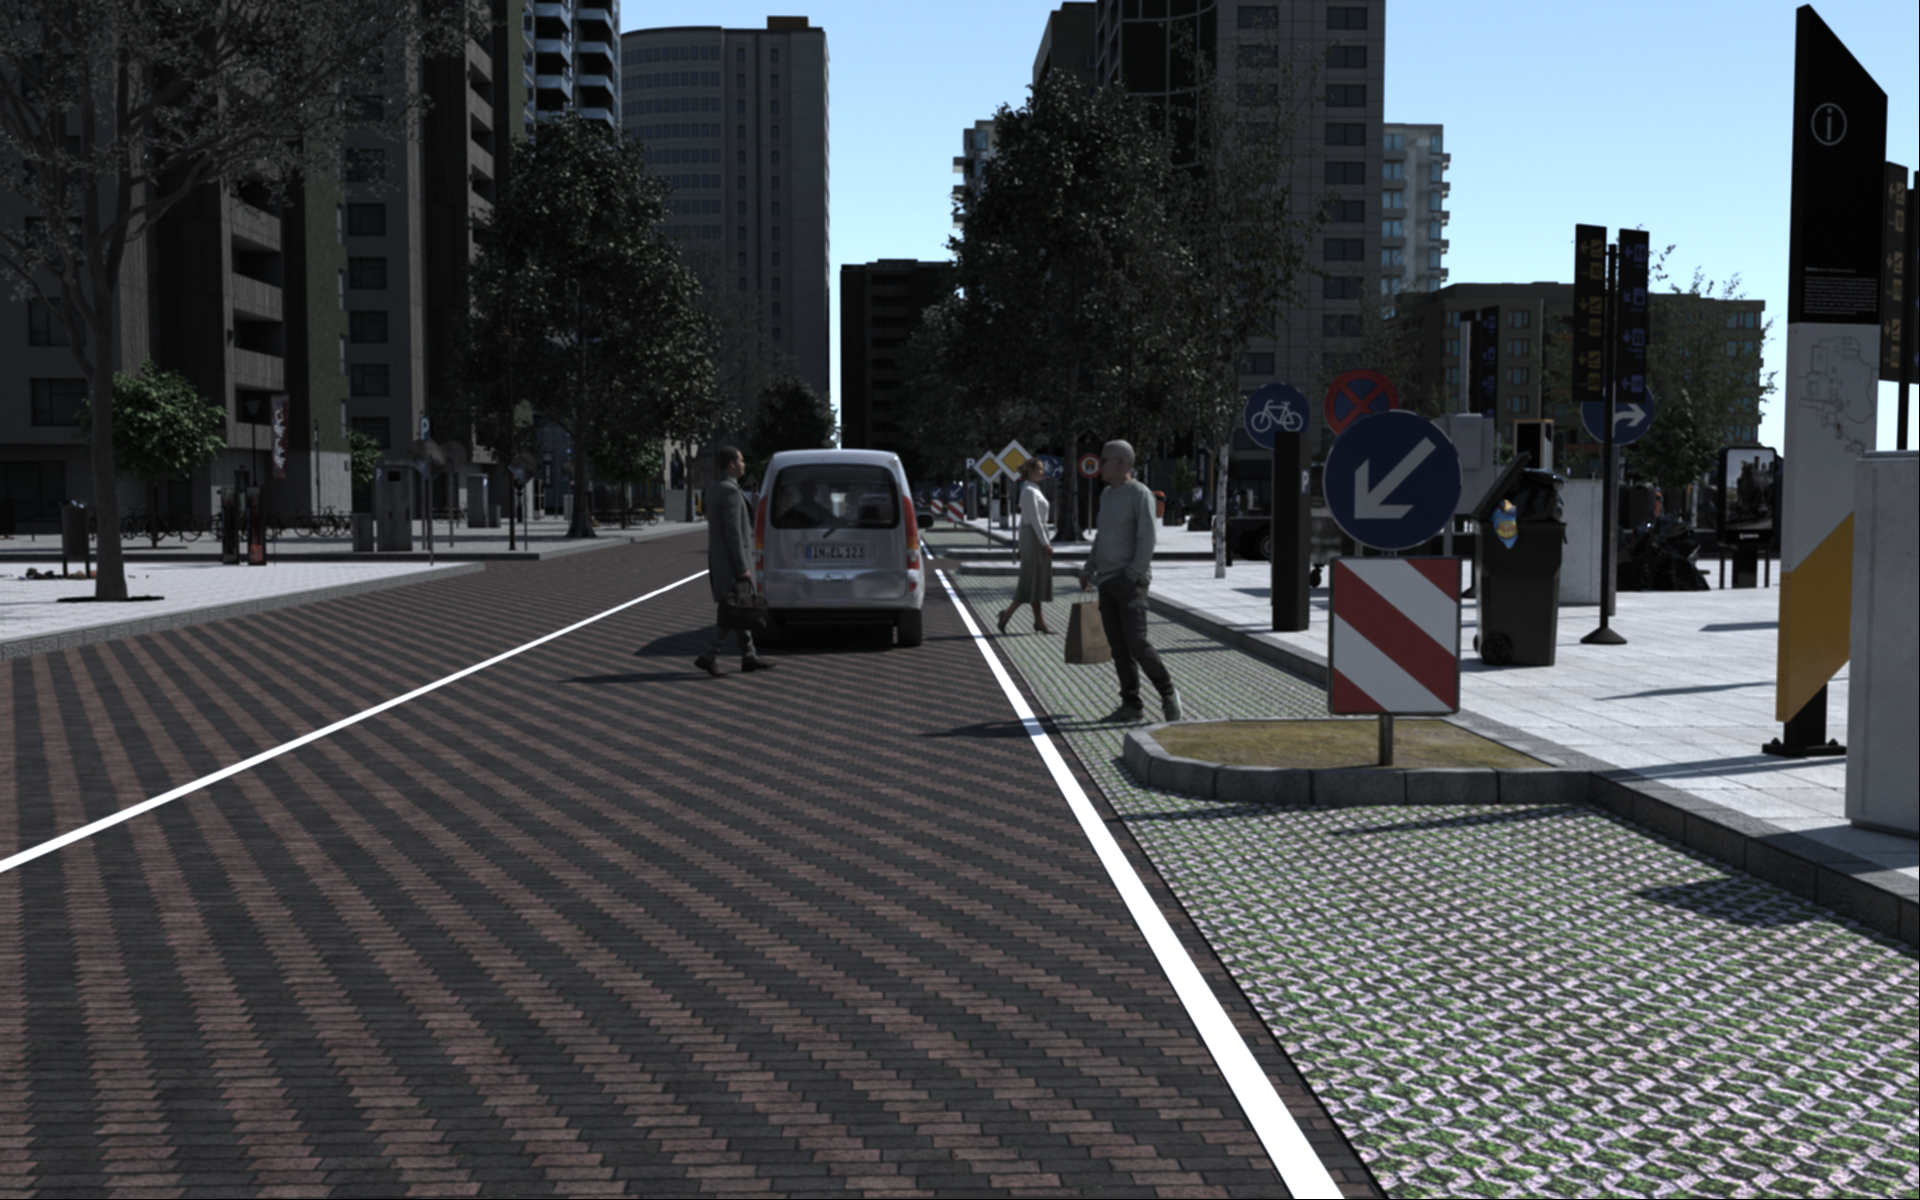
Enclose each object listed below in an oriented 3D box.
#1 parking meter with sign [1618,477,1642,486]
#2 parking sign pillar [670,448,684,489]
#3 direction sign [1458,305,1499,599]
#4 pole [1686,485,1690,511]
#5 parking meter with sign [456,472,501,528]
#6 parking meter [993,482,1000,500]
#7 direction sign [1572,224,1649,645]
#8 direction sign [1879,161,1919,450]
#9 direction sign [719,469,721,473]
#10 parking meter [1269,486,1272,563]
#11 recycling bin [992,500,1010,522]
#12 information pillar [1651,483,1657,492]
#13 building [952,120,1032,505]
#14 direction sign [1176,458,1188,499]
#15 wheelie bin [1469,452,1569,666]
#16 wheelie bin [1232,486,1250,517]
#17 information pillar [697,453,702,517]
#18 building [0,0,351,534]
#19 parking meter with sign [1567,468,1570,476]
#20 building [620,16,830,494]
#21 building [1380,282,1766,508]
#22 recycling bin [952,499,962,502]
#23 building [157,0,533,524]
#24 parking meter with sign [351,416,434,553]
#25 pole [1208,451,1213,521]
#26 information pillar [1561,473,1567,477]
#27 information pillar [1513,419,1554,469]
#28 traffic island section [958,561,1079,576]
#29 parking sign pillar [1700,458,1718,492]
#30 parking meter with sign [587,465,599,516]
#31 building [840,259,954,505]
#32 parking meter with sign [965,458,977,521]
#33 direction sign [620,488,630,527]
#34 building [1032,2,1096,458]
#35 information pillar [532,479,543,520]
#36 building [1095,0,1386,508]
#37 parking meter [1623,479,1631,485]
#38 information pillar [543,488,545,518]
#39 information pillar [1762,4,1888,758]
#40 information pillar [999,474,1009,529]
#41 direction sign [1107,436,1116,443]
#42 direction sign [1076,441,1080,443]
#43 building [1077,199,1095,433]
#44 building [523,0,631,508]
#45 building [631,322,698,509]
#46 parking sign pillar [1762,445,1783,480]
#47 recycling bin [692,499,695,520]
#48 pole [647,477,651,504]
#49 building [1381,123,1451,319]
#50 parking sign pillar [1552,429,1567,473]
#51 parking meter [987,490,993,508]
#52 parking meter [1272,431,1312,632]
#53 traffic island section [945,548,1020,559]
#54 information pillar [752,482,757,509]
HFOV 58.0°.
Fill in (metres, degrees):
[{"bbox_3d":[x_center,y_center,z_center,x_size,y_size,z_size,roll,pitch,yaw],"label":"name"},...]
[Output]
[{"bbox_3d":[33.858,-5.629,88.300,1.738,3.016,0.543,2,4,29],"label":"parking meter with sign"},{"bbox_3d":[-16.578,-6.921,101.631,1.447,3.967,1.447,-2,4,-27],"label":"parking sign pillar"},{"bbox_3d":[6.347,-1.792,21.290,0.379,3.537,0.876,-1,4,-13],"label":"direction sign"},{"bbox_3d":[35.426,-5.529,84.250,0.158,3.312,0.155,0,3,0],"label":"pole"},{"bbox_3d":[-18.281,-4.240,65.589,1.738,3.016,0.543,1,4,10],"label":"parking meter with sign"},{"bbox_3d":[1.770,-4.682,82.270,0.399,1.863,0.255,1,4,23],"label":"parking meter"},{"bbox_3d":[5.544,-1.395,14.812,0.876,3.537,0.379,-2,4,-29],"label":"direction sign"},{"bbox_3d":[6.622,-1.233,12.165,0.876,3.537,0.379,-3,5,-41],"label":"direction sign"},{"bbox_3d":[-13.190,-6.339,95.634,0.379,3.537,0.876,-1,4,-18],"label":"direction sign"},{"bbox_3d":[5.942,-1.453,32.173,0.372,1.533,0.369,0,3,0],"label":"parking meter"},{"bbox_3d":[1.868,-4.082,79.296,0.722,1.027,0.722,1,4,12],"label":"recycling bin"},{"bbox_3d":[30.009,-4.321,75.145,0.304,2.012,0.304,-2,4,-26],"label":"information pillar"},{"bbox_3d":[14.187,-36.761,220.647,30.456,49.044,23.786,0,4,-2],"label":"building"},{"bbox_3d":[13.911,-7.131,108.592,0.876,3.537,0.379,-1,4,-23],"label":"direction sign"},{"bbox_3d":[4.248,-0.322,13.165,0.693,1.594,0.980,1,4,12],"label":"wheelie bin"},{"bbox_3d":[10.837,-3.605,66.850,0.693,1.594,0.980,0,4,6],"label":"wheelie bin"},{"bbox_3d":[-14.798,-6.537,98.236,0.183,3.616,0.504,-2,4,-24],"label":"information pillar"},{"bbox_3d":[-30.925,-17.685,60.855,14.160,30.474,14.107,0,4,-2],"label":"building"},{"bbox_3d":[39.391,-7.227,114.416,0.543,3.016,1.738,-2,4,-32],"label":"parking meter with sign"},{"bbox_3d":[-30.504,-41.305,217.329,28.212,58.520,21.231,0,4,-2],"label":"building"},{"bbox_3d":[56.573,-19.724,167.528,28.899,21.520,27.650,0,4,-2],"label":"building"},{"bbox_3d":[-0.041,-6.008,110.789,0.722,1.027,0.722,3,4,39],"label":"recycling bin"},{"bbox_3d":[-30.548,-19.389,88.713,14.160,30.474,14.107,0,4,-2],"label":"building"},{"bbox_3d":[-12.627,-2.586,38.538,1.738,3.016,0.543,-3,5,-42],"label":"parking meter with sign"},{"bbox_3d":[11.740,-5.336,81.094,0.158,3.312,0.155,0,3,0],"label":"pole"},{"bbox_3d":[20.851,-3.400,60.084,0.304,2.012,0.304,3,4,37],"label":"information pillar"},{"bbox_3d":[5.674,-0.777,17.192,0.304,2.012,0.304,2,4,35],"label":"information pillar"},{"bbox_3d":[1.003,-0.559,31.423,2.009,0.180,2.903,0,4,-2],"label":"traffic island section"},{"bbox_3d":[42.884,-6.736,98.613,1.447,3.967,1.447,-3,4,-37],"label":"parking sign pillar"},{"bbox_3d":[-21.685,-6.495,102.455,0.543,3.016,1.738,1,4,22],"label":"parking meter with sign"},{"bbox_3d":[-7.892,-27.152,215.628,14.107,30.474,14.160,0,4,-2],"label":"building"},{"bbox_3d":[0.572,-5.395,84.474,0.543,3.016,1.738,0,4,4],"label":"parking meter with sign"},{"bbox_3d":[-12.954,-4.577,66.835,0.379,3.537,0.876,-2,4,-26],"label":"direction sign"},{"bbox_3d":[18.506,-33.350,168.971,21.300,48.544,21.600,0,4,-2],"label":"building"},{"bbox_3d":[-20.824,-4.932,85.135,0.304,2.012,0.304,-1,4,-22],"label":"information pillar"},{"bbox_3d":[19.590,-42.474,132.699,20.563,71.187,20.611,0,4,-2],"label":"building"},{"bbox_3d":[25.769,-3.745,66.939,0.255,1.863,0.399,2,4,26],"label":"parking meter"},{"bbox_3d":[-22.040,-5.290,90.986,0.304,2.012,0.304,3,4,38],"label":"information pillar"},{"bbox_3d":[4.249,-1.046,8.464,0.504,3.616,0.183,-1,4,-14],"label":"information pillar"},{"bbox_3d":[1.638,-3.656,64.270,0.304,2.012,0.304,1,4,12],"label":"information pillar"},{"bbox_3d":[5.185,-3.970,56.900,0.876,3.537,0.379,3,5,43],"label":"direction sign"},{"bbox_3d":[4.612,-4.821,70.822,0.876,3.537,0.379,3,5,40],"label":"direction sign"},{"bbox_3d":[16.538,-23.214,151.244,14.160,30.474,14.107,0,4,-2],"label":"building"},{"bbox_3d":[-36.130,-49.803,126.958,22.319,86.520,31.000,0,4,-2],"label":"building"},{"bbox_3d":[-40.946,-19.547,164.635,28.899,21.520,27.650,0,4,-2],"label":"building"},{"bbox_3d":[44.515,-6.497,94.700,1.447,3.967,1.447,1,4,16],"label":"parking sign pillar"},{"bbox_3d":[-13.811,-4.571,87.282,0.722,1.027,0.722,-2,4,-29],"label":"recycling bin"},{"bbox_3d":[-19.393,-6.984,108.024,0.158,3.312,0.155,0,3,0],"label":"pole"},{"bbox_3d":[45.796,-36.845,222.017,30.456,49.044,23.786,0,4,-2],"label":"building"},{"bbox_3d":[24.591,-5.119,72.163,1.447,3.967,1.447,3,5,45],"label":"parking sign pillar"},{"bbox_3d":[1.928,-6.247,110.543,0.372,1.533,0.369,0,3,0],"label":"parking meter"},{"bbox_3d":[3.120,-0.646,16.270,0.255,1.863,0.399,2,4,31],"label":"parking meter"},{"bbox_3d":[0.691,-1.047,39.402,2.009,0.180,2.903,0,4,-2],"label":"traffic island section"},{"bbox_3d":[-12.143,-5.984,102.322,0.304,2.012,0.304,-1,4,-13],"label":"information pillar"}]
